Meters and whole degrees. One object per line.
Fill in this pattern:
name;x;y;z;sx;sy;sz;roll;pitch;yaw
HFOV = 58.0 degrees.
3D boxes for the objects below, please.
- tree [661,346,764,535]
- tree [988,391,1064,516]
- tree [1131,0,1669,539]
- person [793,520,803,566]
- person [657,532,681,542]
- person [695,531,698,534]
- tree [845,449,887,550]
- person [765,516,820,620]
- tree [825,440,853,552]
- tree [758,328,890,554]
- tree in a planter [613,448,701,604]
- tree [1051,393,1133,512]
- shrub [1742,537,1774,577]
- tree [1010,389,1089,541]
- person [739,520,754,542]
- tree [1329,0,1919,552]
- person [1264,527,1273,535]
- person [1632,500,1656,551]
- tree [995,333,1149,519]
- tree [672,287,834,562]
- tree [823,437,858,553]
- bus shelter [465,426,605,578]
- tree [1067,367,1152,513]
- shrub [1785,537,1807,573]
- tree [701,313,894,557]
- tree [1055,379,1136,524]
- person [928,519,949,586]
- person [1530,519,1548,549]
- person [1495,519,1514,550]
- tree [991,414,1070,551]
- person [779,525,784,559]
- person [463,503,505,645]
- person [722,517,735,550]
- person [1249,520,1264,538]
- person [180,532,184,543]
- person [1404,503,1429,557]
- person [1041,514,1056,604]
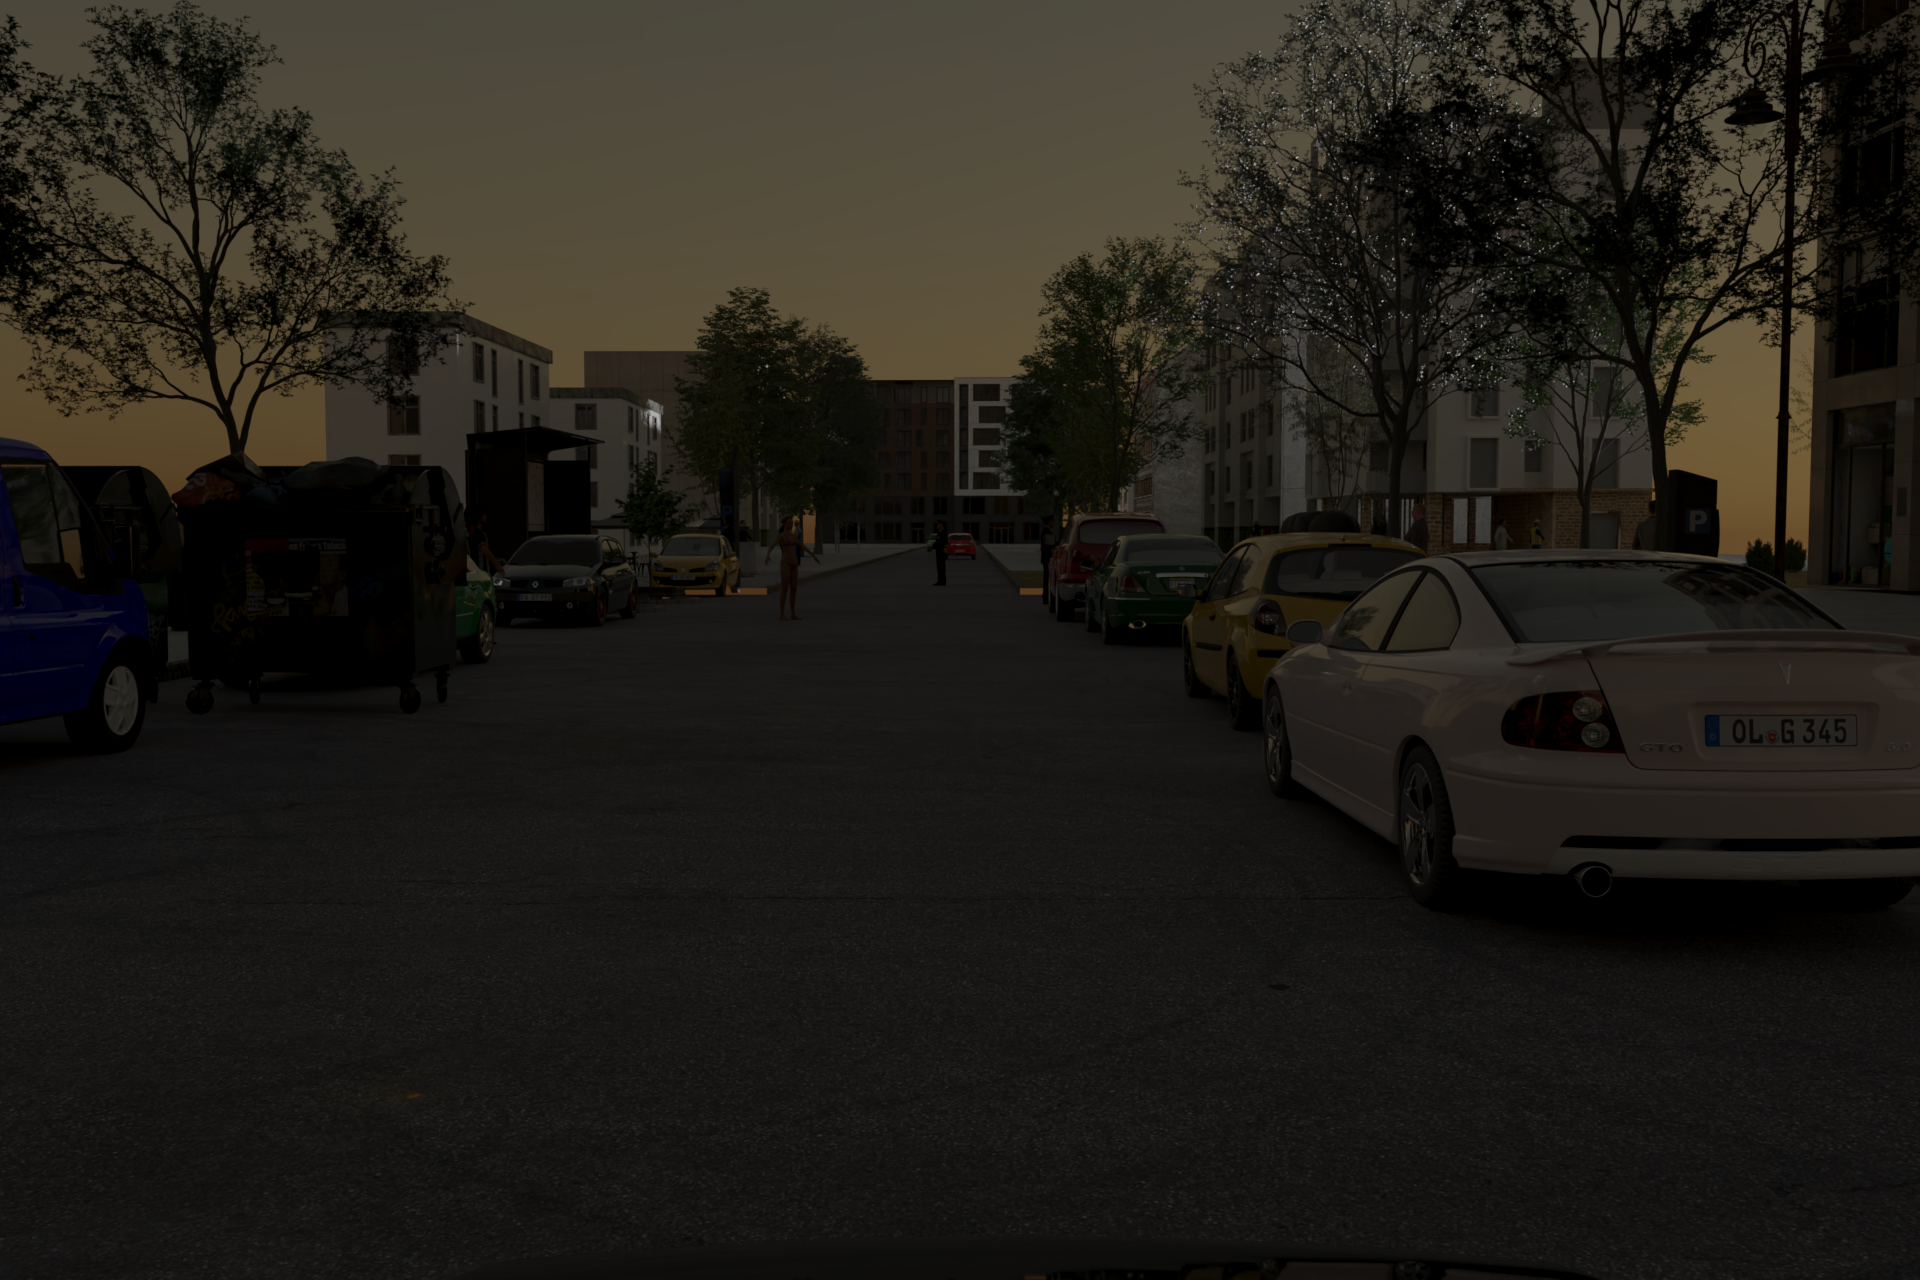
tree;-9.570;-7.206;68.177;4.737;8.622;4.395;0;3;0
tree;7.127;-14.080;140.571;12.009;13.543;11.850;0;3;0
tree;9.053;-7.670;35.776;12.009;13.543;11.850;0;3;0
person;-6.540;-3.877;69.246;0.705;1.847;1.347;1;4;19
person;-12.690;-4.287;76.218;1.348;1.813;0.705;-2;4;-35
person;-12.152;-4.309;79.721;0.991;1.433;0.599;0;4;5
tree;-8.623;-11.786;143.070;4.360;8.622;3.978;0;3;0
person;-2.801;-1.198;28.848;0.721;1.733;1.217;3;5;41
tree;-9.231;-10.756;126.215;4.737;8.622;4.395;0;3;0
tree;-8.961;-12.389;109.207;9.857;13.997;8.962;0;3;0
tree in a planter;-6.508;-2.389;36.276;1.991;3.239;1.994;0;4;0
tree;6.553;-8.439;88.339;4.737;8.622;4.395;0;3;0
shrub;20.873;-2.086;45.229;1.383;1.207;1.383;0;3;0
tree;6.958;-11.786;118.457;9.928;11.665;9.643;0;3;0
person;-8.113;-3.595;64.919;0.704;1.812;1.346;2;4;24
tree;9.036;-5.355;21.962;8.767;10.594;7.601;1;4;10
person;6.674;-1.705;37.089;0.599;1.438;0.989;1;4;14
person;9.827;-1.075;24.154;0.750;1.759;0.617;0;4;-4
tree;6.801;-12.138;105.103;9.857;13.997;8.962;0;3;0
tree;-9.903;-9.918;80.283;7.486;12.596;7.792;0;3;0
tree;-8.224;-10.336;119.362;4.360;8.622;3.978;0;3;0
bus shelter;-9.884;-3.027;40.770;1.731;3.624;6.357;0;4;1
tree;6.495;-7.751;77.098;4.737;8.622;4.395;0;3;0
shrub;27.666;-2.843;57.602;1.383;1.207;1.383;0;3;0
tree;-8.756;-11.329;95.600;12.009;13.543;11.850;0;3;0
tree;6.304;-8.102;82.835;4.737;8.622;4.395;0;3;0
person;-0.555;-2.431;48.132;0.705;1.837;1.347;-1;4;-20
person;21.474;-3.576;64.439;0.705;1.833;1.349;0;4;-7
person;19.149;-3.360;61.118;0.705;1.806;1.347;3;5;43
tree;6.325;-12.421;128.847;9.928;11.665;9.643;0;3;0
person;-5.658;-3.060;56.254;0.704;1.802;1.346;1;4;10
person;-6.195;-0.840;22.337;0.704;1.843;1.345;-2;4;-34
person;-6.292;-2.426;46.387;0.721;1.740;1.216;1;4;15
person;12.435;-4.092;72.686;0.705;1.856;1.354;3;5;42
person;-14.502;-1.547;31.377;1.344;1.819;0.704;-1;4;-12
person;7.073;-1.246;26.967;0.434;1.755;0.990;1;4;23
person;1.837;-1.651;35.389;0.705;1.837;1.347;0;4;-3
